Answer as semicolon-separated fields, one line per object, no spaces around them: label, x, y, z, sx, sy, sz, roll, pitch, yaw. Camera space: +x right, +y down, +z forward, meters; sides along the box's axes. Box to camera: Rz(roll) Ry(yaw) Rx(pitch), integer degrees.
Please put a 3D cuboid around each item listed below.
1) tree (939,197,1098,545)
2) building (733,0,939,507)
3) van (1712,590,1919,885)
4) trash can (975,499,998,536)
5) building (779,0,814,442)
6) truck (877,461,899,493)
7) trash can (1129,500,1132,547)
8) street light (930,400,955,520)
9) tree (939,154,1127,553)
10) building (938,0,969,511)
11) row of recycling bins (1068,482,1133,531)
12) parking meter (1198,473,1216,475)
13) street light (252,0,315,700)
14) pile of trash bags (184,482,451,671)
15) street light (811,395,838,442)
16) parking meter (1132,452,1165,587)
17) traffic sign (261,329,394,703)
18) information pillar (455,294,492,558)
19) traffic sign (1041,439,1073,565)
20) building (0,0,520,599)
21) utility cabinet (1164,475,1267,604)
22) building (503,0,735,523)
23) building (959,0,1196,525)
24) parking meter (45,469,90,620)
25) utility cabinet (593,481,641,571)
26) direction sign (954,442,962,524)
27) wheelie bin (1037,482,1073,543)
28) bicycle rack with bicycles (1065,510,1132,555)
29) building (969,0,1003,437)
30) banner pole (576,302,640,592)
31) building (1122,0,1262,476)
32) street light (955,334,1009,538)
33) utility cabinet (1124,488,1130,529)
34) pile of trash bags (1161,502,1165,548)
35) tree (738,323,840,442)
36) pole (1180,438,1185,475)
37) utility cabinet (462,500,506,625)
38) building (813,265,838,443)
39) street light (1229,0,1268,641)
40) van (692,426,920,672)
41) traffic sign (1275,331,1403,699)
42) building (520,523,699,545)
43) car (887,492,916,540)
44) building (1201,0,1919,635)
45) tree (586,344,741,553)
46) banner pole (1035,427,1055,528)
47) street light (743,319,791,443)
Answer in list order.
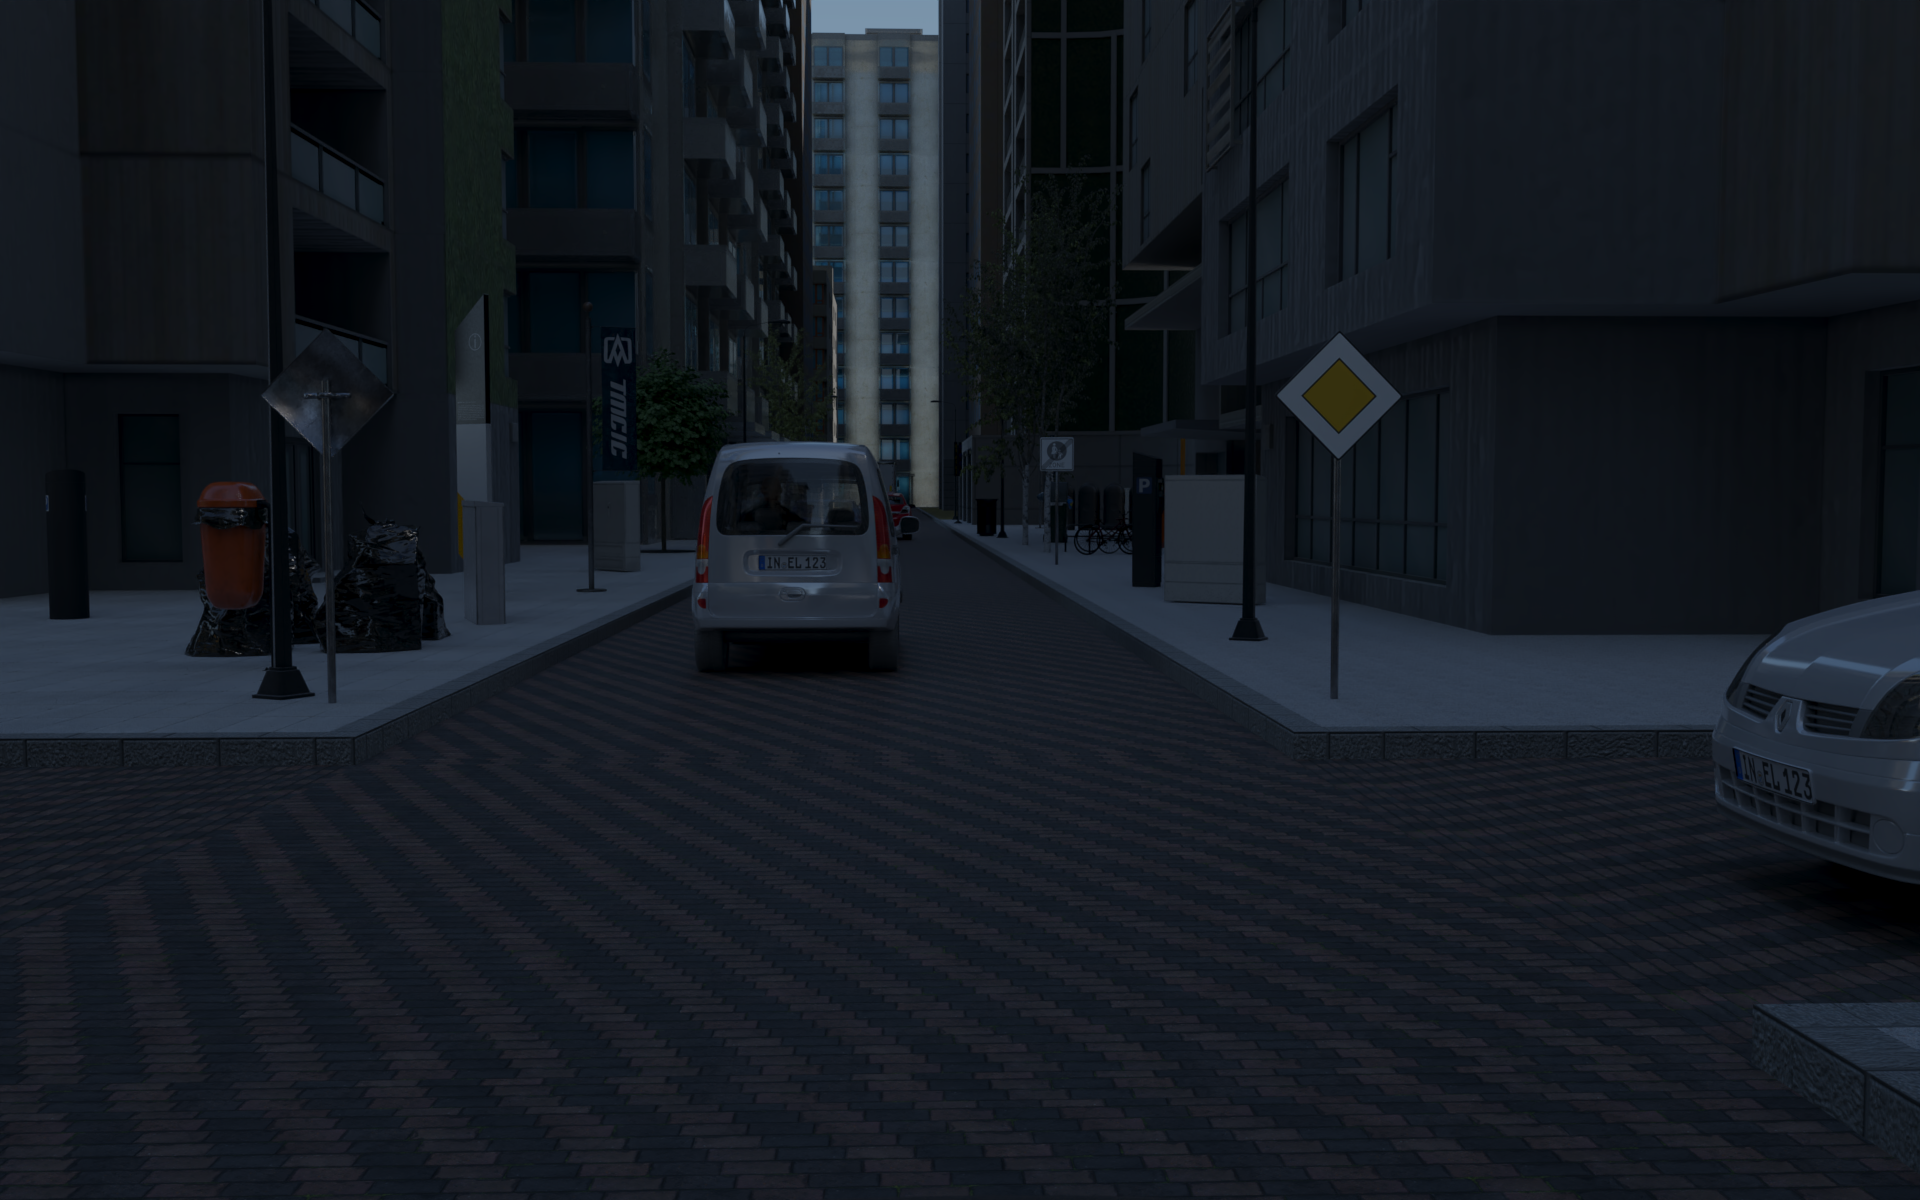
tree;1.597;-5.700;43.560;4.737;8.622;4.395;0;3;0
building;-6.943;-34.346;181.171;30.456;49.044;23.786;0;4;-2
van;4.812;0.064;5.970;4.112;2.044;2.013;0;4;-2
trash can;0.816;-2.520;52.859;0.748;1.137;0.748;0;3;0
building;-17.694;-28.896;122.562;14.600;45.320;14.200;0;4;-2
truck;-6.965;-10.131;154.549;2.839;4.237;11.283;0;4;-1
trash can;4.295;-1.749;40.248;0.748;1.137;0.748;0;3;0
street light;-0.766;-6.929;85.831;1.470;5.913;1.316;0;4;-2
tree;1.834;-5.363;38.047;4.360;8.622;3.978;0;3;0
building;8.663;-36.964;146.356;21.231;58.520;28.212;0;4;-2
row of recycling bins;5.051;-3.318;61.357;3.534;1.692;1.069;0;4;7
parking meter;3.039;-0.803;21.543;0.372;1.533;0.369;0;3;0
street light;-3.734;-2.339;10.781;1.470;5.913;1.316;0;4;-2
pile of trash bags;-5.341;-0.260;14.005;1.912;1.369;3.447;0;4;-4
street light;-6.447;-6.668;81.561;1.470;5.913;1.316;0;4;-2
parking meter;2.597;-1.112;23.898;0.399;1.863;0.255;2;4;27
traffic sign;-3.849;-0.424;10.567;0.795;2.450;0.064;0;4;-2
information pillar;-5.739;-1.782;20.485;0.504;3.616;0.183;2;4;28
traffic sign;1.750;-1.786;31.326;0.606;2.300;0.079;0;4;7
building;-15.115;-20.856;24.599;14.154;41.232;14.086;0;4;-2
utility cabinet;2.990;-0.709;20.271;1.173;1.500;0.318;2;4;34
building;-21.015;-29.357;99.592;23.786;49.044;30.456;0;4;-2
building;10.518;-38.922;74.622;20.563;71.187;20.611;0;4;-2
parking meter;-9.180;-0.575;17.813;0.372;1.533;0.369;0;3;0
utility cabinet;-5.772;-1.233;28.845;0.318;1.500;1.173;-3;5;-41
direction sign;-0.086;-5.094;75.282;0.379;3.537;0.876;1;4;22
wheelie bin;2.514;-2.317;45.798;0.980;1.594;0.693;1;4;9
bicycle rack with bicycles;3.579;-1.481;37.590;2.925;0.926;2.852;-1;4;-12
building;7.702;-27.302;96.502;14.600;45.320;14.200;0;4;-2
banner pole;-4.642;-2.005;22.796;0.863;3.779;0.401;-2;4;-23
building;19.224;-27.784;43.502;28.713;52.752;27.495;0;4;-2
street light;0.698;-4.765;50.445;1.470;5.913;1.316;0;4;-2
utility cabinet;6.100;-3.349;63.441;0.318;1.500;1.173;-2;4;-23
pile of trash bags;4.239;-1.080;27.418;3.447;1.369;1.912;-2;4;-35
tree;-7.520;-7.658;75.572;4.737;8.622;4.395;0;3;0
pole;7.760;-4.070;60.385;0.158;3.312;0.155;0;3;0
utility cabinet;-4.790;-0.384;17.443;0.306;1.237;1.020;-1;4;-23
building;-25.279;-18.481;147.204;28.899;21.520;27.650;0;4;-2
street light;1.998;-2.600;15.052;1.470;5.913;1.316;0;4;-2
van;-1.356;-0.510;15.349;2.013;2.044;4.112;0;4;-2
traffic sign;2.341;-0.437;10.785;0.795;2.450;0.064;0;4;-2
building;-17.881;-26.598;54.490;23.786;49.044;30.456;0;4;-2
car;-2.473;-2.845;55.563;2.155;1.783;4.494;0;4;-4
building;10.675;-20.444;17.855;14.086;41.232;14.154;0;4;-2
tree;-6.457;-3.330;38.152;4.285;4.588;4.351;0;3;0
banner pole;3.231;-4.573;64.792;0.863;3.779;0.401;0;4;-7
street light;-5.196;-4.503;46.167;1.470;5.913;1.316;0;4;-2
